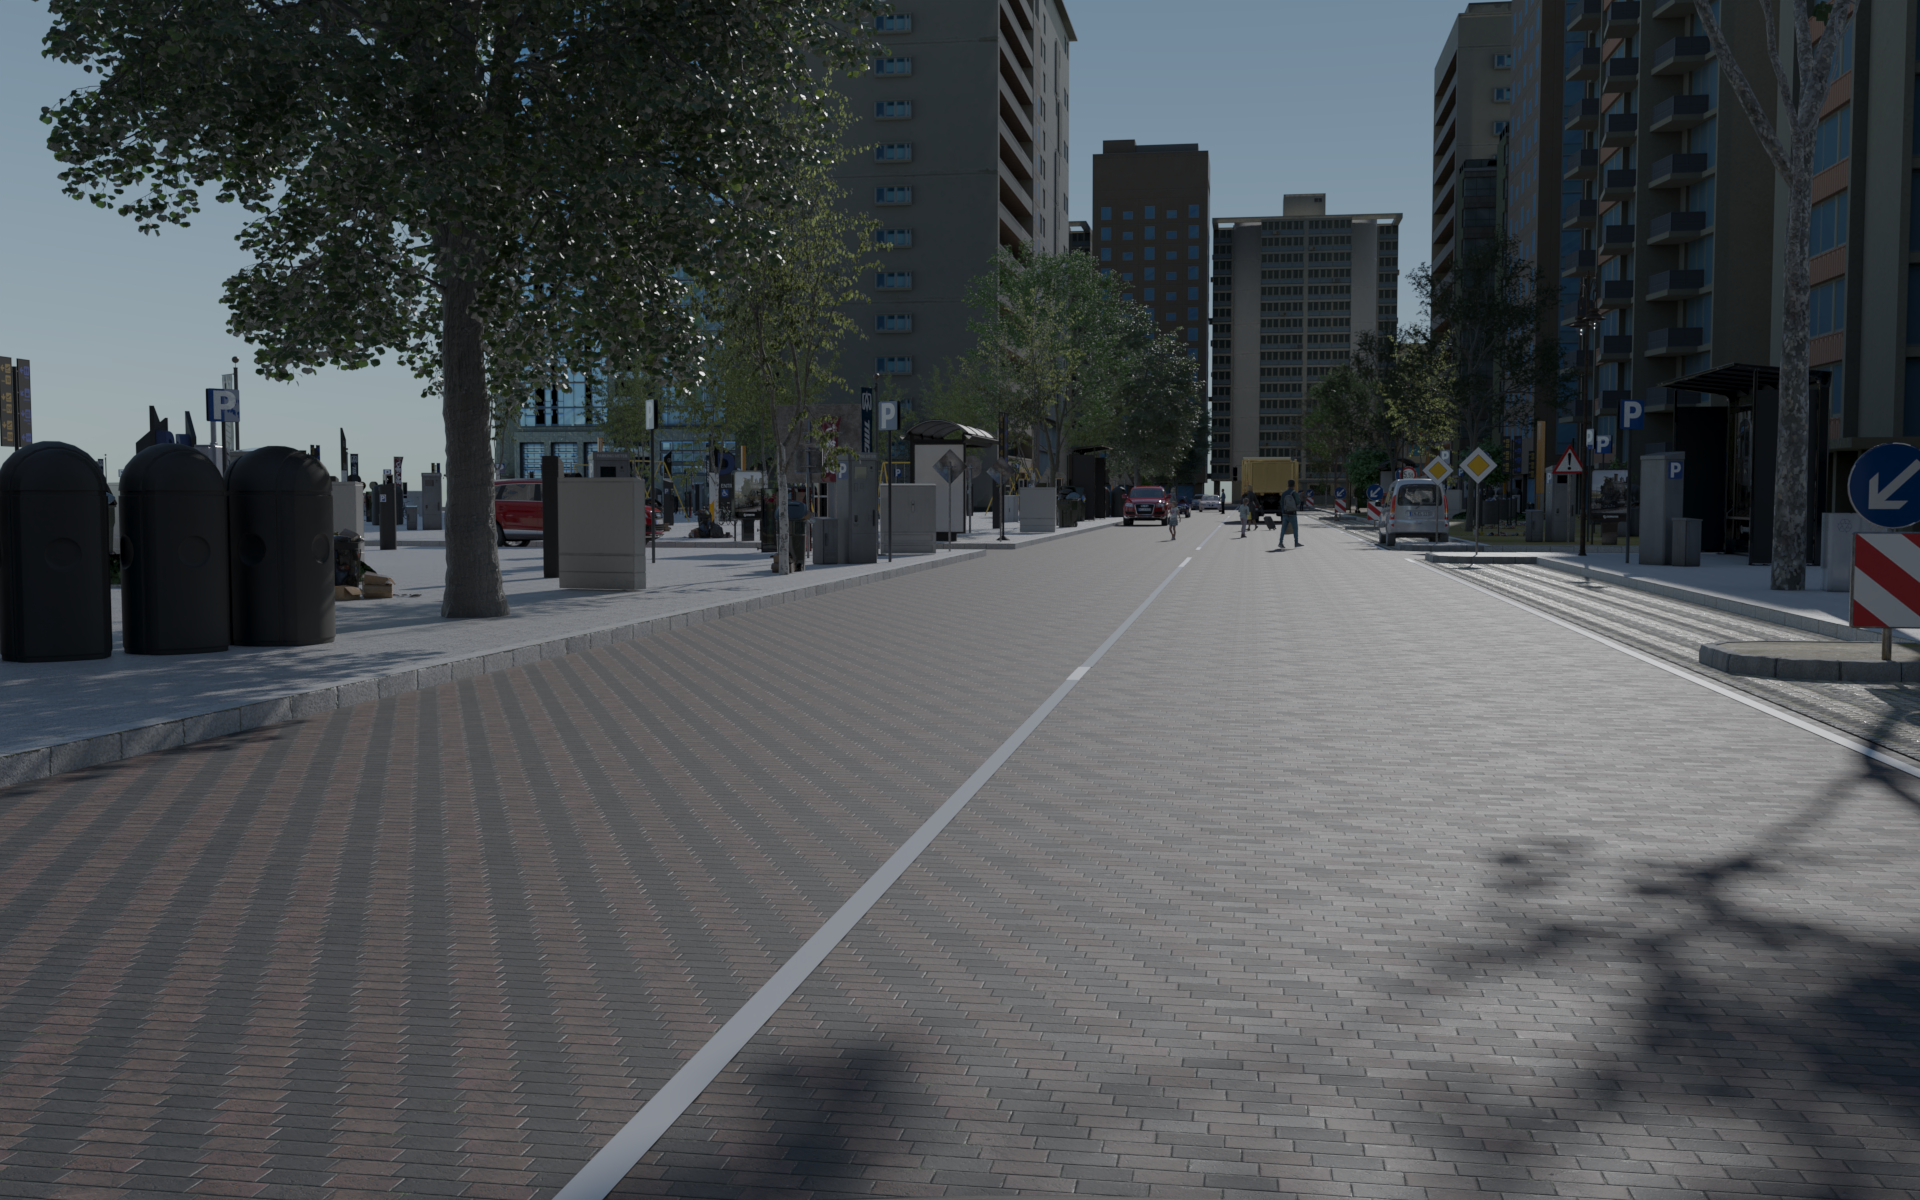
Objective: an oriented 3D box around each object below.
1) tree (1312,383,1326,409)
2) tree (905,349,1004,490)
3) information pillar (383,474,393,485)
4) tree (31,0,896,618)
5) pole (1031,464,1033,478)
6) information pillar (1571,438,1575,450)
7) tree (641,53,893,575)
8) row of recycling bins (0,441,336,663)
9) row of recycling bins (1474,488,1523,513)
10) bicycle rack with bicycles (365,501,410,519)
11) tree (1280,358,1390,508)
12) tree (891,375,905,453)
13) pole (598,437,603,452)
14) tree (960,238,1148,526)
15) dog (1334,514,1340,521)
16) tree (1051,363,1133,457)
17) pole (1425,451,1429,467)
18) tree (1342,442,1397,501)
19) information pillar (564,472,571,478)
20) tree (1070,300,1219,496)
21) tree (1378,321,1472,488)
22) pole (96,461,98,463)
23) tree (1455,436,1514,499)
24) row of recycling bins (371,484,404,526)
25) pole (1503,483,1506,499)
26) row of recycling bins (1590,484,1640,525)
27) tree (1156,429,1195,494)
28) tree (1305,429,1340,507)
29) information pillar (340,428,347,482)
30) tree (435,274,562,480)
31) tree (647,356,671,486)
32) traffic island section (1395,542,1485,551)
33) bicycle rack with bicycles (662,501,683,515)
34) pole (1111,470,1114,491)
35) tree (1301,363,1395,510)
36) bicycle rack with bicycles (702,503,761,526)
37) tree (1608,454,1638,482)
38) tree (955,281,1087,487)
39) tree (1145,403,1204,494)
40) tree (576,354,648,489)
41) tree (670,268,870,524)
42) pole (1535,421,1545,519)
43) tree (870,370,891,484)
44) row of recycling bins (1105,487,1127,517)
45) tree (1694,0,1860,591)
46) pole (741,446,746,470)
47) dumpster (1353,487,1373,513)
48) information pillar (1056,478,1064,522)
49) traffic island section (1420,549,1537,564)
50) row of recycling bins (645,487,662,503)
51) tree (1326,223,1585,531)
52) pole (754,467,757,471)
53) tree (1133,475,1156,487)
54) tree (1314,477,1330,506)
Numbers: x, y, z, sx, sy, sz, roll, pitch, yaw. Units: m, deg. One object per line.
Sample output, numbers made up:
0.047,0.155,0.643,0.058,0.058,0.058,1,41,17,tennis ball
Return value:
22.770,-9.535,90.314,8.767,10.594,7.601,0,4,7,tree
0.298,-8.412,87.899,4.737,8.622,4.395,0,3,0,tree
-21.377,-3.687,64.781,0.304,2.012,0.304,-3,4,-39,information pillar
-5.053,-6.793,17.726,9.857,13.997,8.962,0,3,0,tree
4.797,-7.444,115.553,0.158,3.312,0.155,0,3,0,pole
25.437,-4.934,72.022,0.183,3.616,0.504,1,4,10,information pillar
-2.888,-4.689,27.026,4.360,8.622,3.978,0,3,0,tree
-6.758,-0.414,13.885,1.069,1.692,3.534,3,5,45,row of recycling bins
35.664,-6.616,115.286,3.534,1.692,1.069,0,4,-2,row of recycling bins
-29.186,-4.582,88.293,2.852,0.926,2.925,0,4,4,bicycle rack with bicycles
33.903,-14.997,155.575,12.009,13.543,11.850,0,3,0,tree
-0.858,-9.010,97.668,4.737,8.622,4.395,0,3,0,tree
-12.965,-4.199,62.495,0.158,3.312,0.155,0,3,0,pole
3.793,-8.813,69.850,9.928,11.665,9.643,0,3,0,tree
19.836,-4.324,90.889,0.748,0.427,0.550,-2,4,-30,dog
7.234,-8.793,94.122,4.737,8.622,4.395,0,3,0,tree
21.927,-5.352,81.344,0.158,3.312,0.155,0,3,0,pole
24.694,-7.396,104.634,4.285,4.588,4.351,0,3,0,tree
-13.347,-3.322,58.810,0.304,2.012,0.304,-1,4,-11,information pillar
11.689,-12.616,112.935,9.857,13.997,8.962,0,3,0,tree
19.689,-7.510,73.145,4.360,8.622,3.978,0,3,0,tree
-53.231,-6.907,106.774,0.158,3.312,0.155,0,3,0,pole
29.451,-6.928,96.993,4.285,4.588,4.351,0,3,0,tree
-23.859,-3.989,72.331,1.069,1.692,3.534,-1,4,-10,row of recycling bins
34.835,-7.150,110.746,0.158,3.312,0.155,0,3,0,pole
28.185,-4.057,73.444,3.534,1.692,1.069,-2,4,-27,row of recycling bins
20.301,-13.148,165.335,4.737,8.622,4.395,0,3,0,tree
37.525,-13.957,178.553,4.737,8.622,4.395,0,3,0,tree
-21.786,-4.275,61.250,0.183,3.616,0.504,0,4,-6,information pillar
-14.239,-6.280,53.038,4.360,8.622,3.978,0,3,0,tree
-9.035,-6.934,63.735,4.737,8.622,4.395,0,3,0,tree
12.304,-1.367,44.636,2.009,0.180,2.903,1,4,9,traffic island section
-18.438,-5.808,108.339,2.852,0.926,2.925,-1,4,-14,bicycle rack with bicycles
10.655,-7.771,120.892,0.158,3.312,0.155,0,3,0,pole
30.612,-12.861,136.025,9.928,11.665,9.643,0,3,0,tree
-9.402,-3.558,71.558,2.852,0.926,2.925,-1,4,-17,bicycle rack with bicycles
31.545,-5.443,83.596,1.663,3.219,1.824,0,3,0,tree
2.296,-6.685,59.655,4.360,8.622,3.978,0,3,0,tree
21.163,-14.810,176.550,7.601,10.594,8.767,-1,4,-12,tree
-13.863,-7.531,73.490,4.737,8.622,4.395,0,3,0,tree
-6.104,-6.483,56.358,4.737,8.622,4.395,0,3,0,tree
16.238,-3.341,48.471,0.158,3.312,0.155,0,3,0,pole
-4.855,-9.289,102.241,4.737,8.622,4.395,0,3,0,tree
7.477,-5.435,95.969,3.534,1.692,1.069,-1,4,-14,row of recycling bins
10.072,-10.262,23.675,12.611,20.169,13.585,0,3,0,tree
-9.138,-4.851,73.153,0.158,3.312,0.155,0,3,0,pole
26.969,-6.904,115.378,1.502,2.255,1.985,1,4,10,dumpster
4.591,-4.610,79.873,0.304,2.012,0.304,1,4,15,information pillar
10.983,-0.886,36.761,2.009,0.180,2.903,1,4,9,traffic island section
-20.639,-6.712,116.858,1.069,1.692,3.534,-1,4,-12,row of recycling bins
17.801,-7.629,59.145,7.601,10.594,8.767,0,4,-8,tree
-14.597,-7.953,123.866,0.158,3.312,0.155,0,3,0,pole
14.055,-8.416,132.210,1.663,3.219,1.824,0,3,0,tree
39.965,-12.056,191.719,1.663,3.219,1.824,0,3,0,tree
